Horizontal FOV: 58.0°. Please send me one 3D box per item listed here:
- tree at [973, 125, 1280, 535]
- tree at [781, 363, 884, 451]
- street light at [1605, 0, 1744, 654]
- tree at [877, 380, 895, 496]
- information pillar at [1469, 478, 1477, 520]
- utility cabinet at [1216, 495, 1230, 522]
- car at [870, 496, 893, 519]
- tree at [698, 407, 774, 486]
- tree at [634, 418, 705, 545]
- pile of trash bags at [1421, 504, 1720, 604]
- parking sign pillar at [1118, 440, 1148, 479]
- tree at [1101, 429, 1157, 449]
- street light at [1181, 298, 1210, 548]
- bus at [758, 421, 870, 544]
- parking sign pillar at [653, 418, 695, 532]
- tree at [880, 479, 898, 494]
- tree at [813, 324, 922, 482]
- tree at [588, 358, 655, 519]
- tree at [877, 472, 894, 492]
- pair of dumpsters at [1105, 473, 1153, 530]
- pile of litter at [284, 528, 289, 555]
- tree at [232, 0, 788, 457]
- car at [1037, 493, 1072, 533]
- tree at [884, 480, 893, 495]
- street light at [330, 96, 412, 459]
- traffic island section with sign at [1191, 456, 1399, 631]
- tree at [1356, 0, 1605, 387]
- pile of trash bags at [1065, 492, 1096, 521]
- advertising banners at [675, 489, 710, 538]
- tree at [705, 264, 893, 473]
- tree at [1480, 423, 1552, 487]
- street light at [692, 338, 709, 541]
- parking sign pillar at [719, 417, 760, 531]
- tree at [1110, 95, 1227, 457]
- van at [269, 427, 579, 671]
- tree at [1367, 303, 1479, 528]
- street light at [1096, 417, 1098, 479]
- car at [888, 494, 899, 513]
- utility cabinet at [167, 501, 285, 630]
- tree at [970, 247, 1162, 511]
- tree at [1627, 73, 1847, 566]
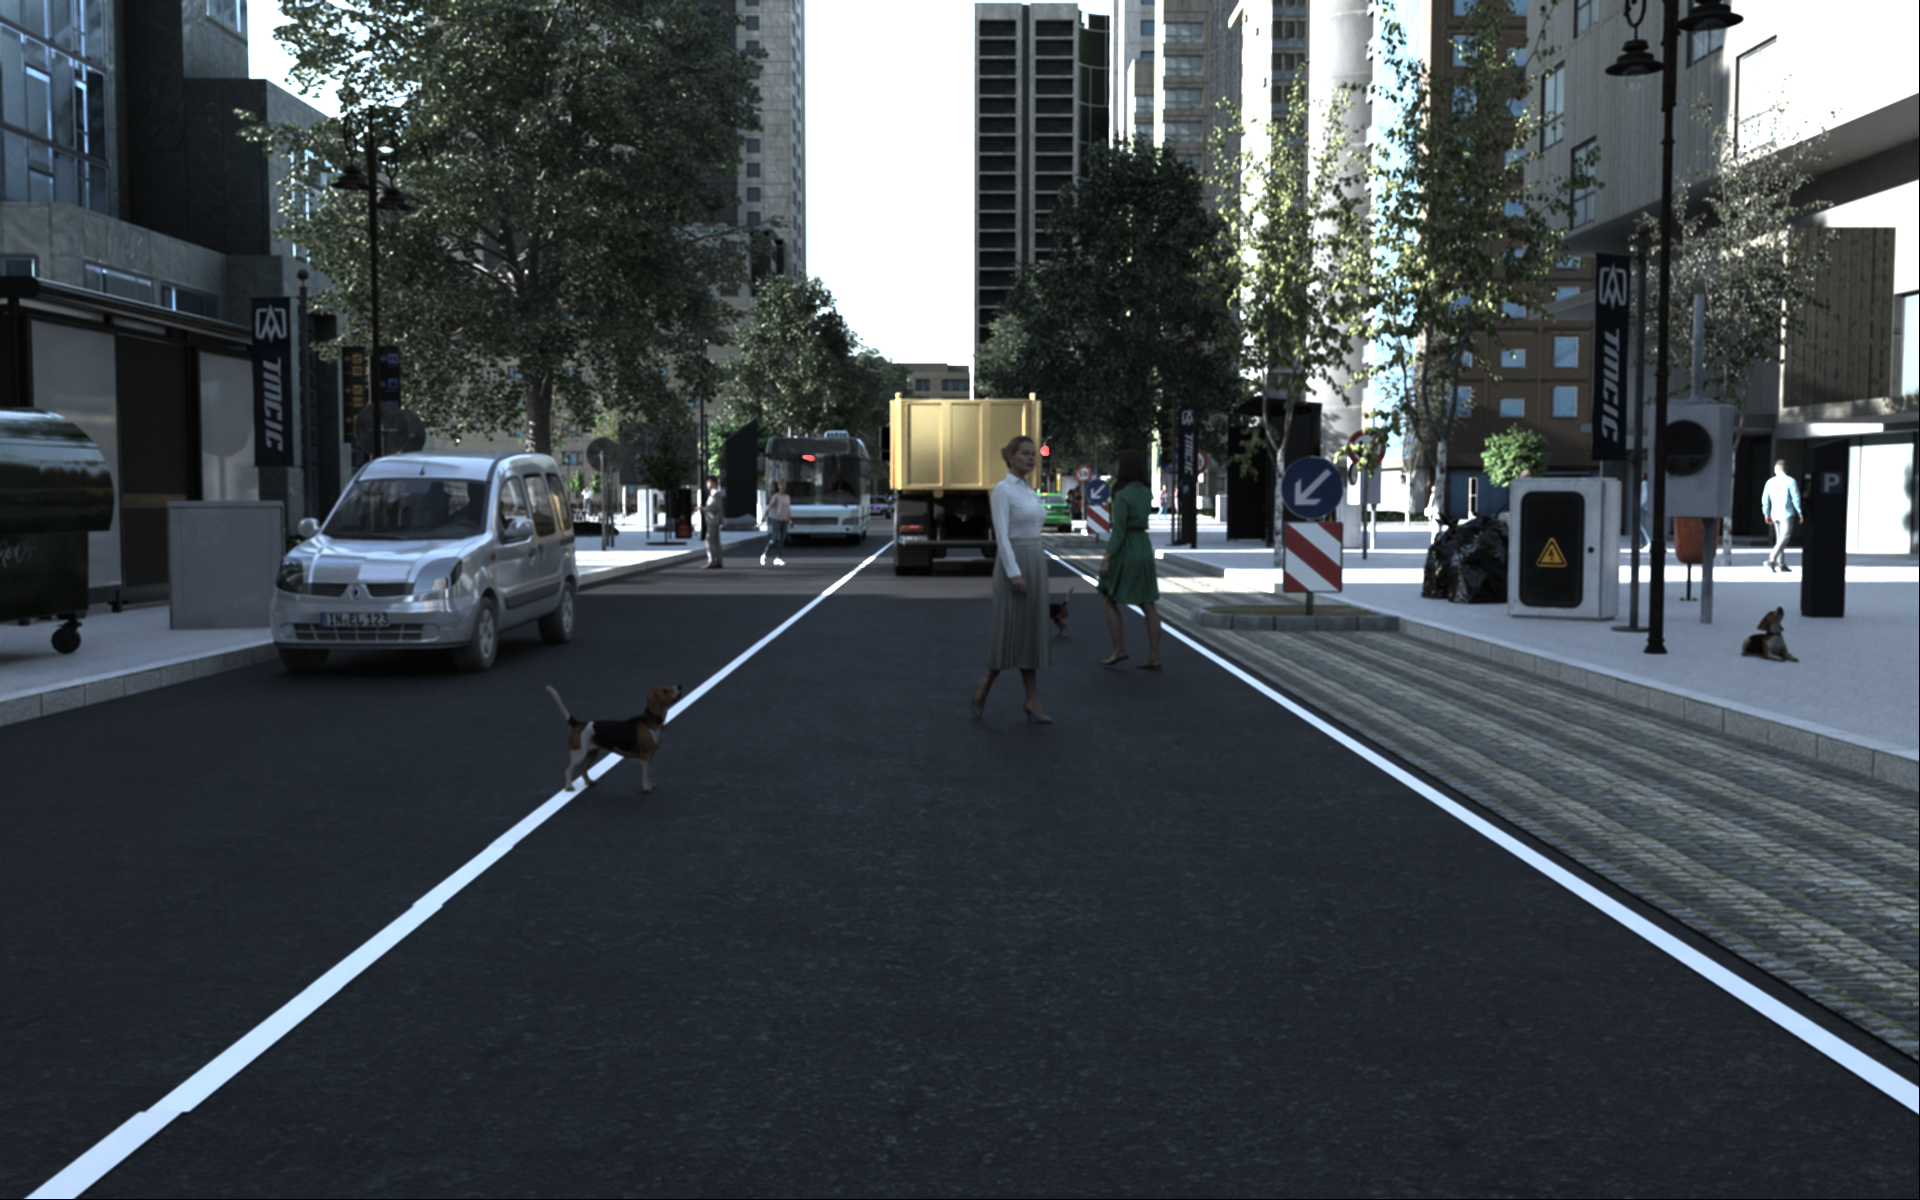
[{"bbox_3d":[5.342,-8.391,54.207,9.611,12.733,9.660,0,3,0],"label":"tree"},{"bbox_3d":[-8.318,-10.543,106.790,8.767,10.594,7.601,1,4,19],"label":"tree"},{"bbox_3d":[5.612,-2.508,13.797,0.468,5.910,1.993,0,4,0],"label":"street light"},{"bbox_3d":[-7.917,-16.462,179.525,12.009,13.543,11.850,0,3,0],"label":"tree"},{"bbox_3d":[23.180,-4.511,78.245,0.304,2.012,0.304,1,4,10],"label":"information pillar"},{"bbox_3d":[12.251,-4.166,79.275,1.020,1.237,0.306,-1,4,-19],"label":"utility cabinet"},{"bbox_3d":[-4.860,-5.382,100.570,1.945,1.354,3.894,0,4,-1],"label":"car"},{"bbox_3d":[-8.377,-5.005,65.545,4.285,4.588,4.351,0,3,0],"label":"tree"},{"bbox_3d":[-7.534,-3.017,43.930,1.663,3.219,1.824,0,3,0],"label":"tree"},{"bbox_3d":[7.387,-0.681,20.887,3.447,1.369,1.912,1,4,9],"label":"pile of trash bags"},{"bbox_3d":[7.724,-5.444,77.483,1.447,3.967,1.447,-2,4,-24],"label":"parking sign pillar"},{"bbox_3d":[12.192,-10.478,121.671,4.360,8.622,3.978,0,3,0],"label":"tree"},{"bbox_3d":[5.523,-4.157,40.759,0.468,5.910,1.993,0,4,0],"label":"street light"},{"bbox_3d":[-4.141,-3.520,52.410,2.948,3.499,13.247,0,4,-2],"label":"bus"},{"bbox_3d":[-9.816,-4.332,59.300,1.447,3.967,1.447,0,4,-5],"label":"parking sign pillar"},{"bbox_3d":[-8.442,-18.859,226.475,7.486,12.596,7.792,0,3,0],"label":"tree"},{"bbox_3d":[-8.577,-13.582,128.713,9.857,13.997,8.962,0,3,0],"label":"tree"},{"bbox_3d":[-17.499,-8.552,90.180,4.737,8.622,4.395,0,3,0],"label":"tree"},{"bbox_3d":[-8.796,-15.177,198.504,4.737,8.622,4.395,0,3,0],"label":"tree"},{"bbox_3d":[6.087,-3.732,63.514,1.574,2.255,4.437,0,4,0],"label":"pair of dumpsters"},{"bbox_3d":[-10.325,-0.699,25.390,1.176,0.858,1.719,0,4,8],"label":"pile of litter"},{"bbox_3d":[-8.197,-7.724,32.938,9.857,13.997,8.962,0,3,0],"label":"tree"},{"bbox_3d":[3.156,-3.423,64.762,1.959,1.807,4.718,0,4,-2],"label":"car"},{"bbox_3d":[-8.933,-13.486,215.102,1.663,3.219,1.824,0,3,0],"label":"tree"},{"bbox_3d":[-6.987,-2.932,20.720,0.468,5.910,1.993,0,4,0],"label":"street light"},{"bbox_3d":[3.580,-0.630,18.925,1.989,1.847,2.006,0,4,0],"label":"traffic island section with sign"},{"bbox_3d":[6.829,-4.527,24.379,4.737,8.622,4.395,0,3,0],"label":"tree"},{"bbox_3d":[5.891,-4.603,85.013,1.912,1.369,3.447,0,4,-1],"label":"pile of trash bags"},{"bbox_3d":[-7.992,-3.302,50.170,2.074,3.025,0.090,-2,4,-24],"label":"advertising banners"},{"bbox_3d":[-8.081,-10.384,86.792,9.611,12.733,9.660,0,3,0],"label":"tree"},{"bbox_3d":[25.658,-5.879,79.832,4.285,4.588,4.351,0,3,0],"label":"tree"},{"bbox_3d":[-7.097,-4.581,47.682,0.468,5.910,1.993,0,4,0],"label":"street light"},{"bbox_3d":[-7.667,-4.376,60.023,1.447,3.967,1.447,-3,5,-42],"label":"parking sign pillar"},{"bbox_3d":[5.804,-4.905,30.556,4.737,8.622,4.395,0,3,0],"label":"tree"},{"bbox_3d":[-4.611,-0.508,15.322,2.013,2.044,4.112,0,4,1],"label":"van"},{"bbox_3d":[17.292,-7.058,65.765,4.360,8.622,3.978,0,3,0],"label":"tree"},{"bbox_3d":[5.364,-5.806,67.721,0.468,5.910,1.993,0,4,0],"label":"street light"},{"bbox_3d":[-4.111,-6.424,116.828,2.131,1.459,4.920,0,4,0],"label":"car"},{"bbox_3d":[-7.019,-0.333,16.604,1.020,1.237,0.306,-1,4,-20],"label":"utility cabinet"},{"bbox_3d":[6.268,-11.038,87.121,9.857,13.997,8.962,0,3,0],"label":"tree"},{"bbox_3d":[13.809,-4.941,31.141,4.360,8.622,3.978,0,3,0],"label":"tree"}]
